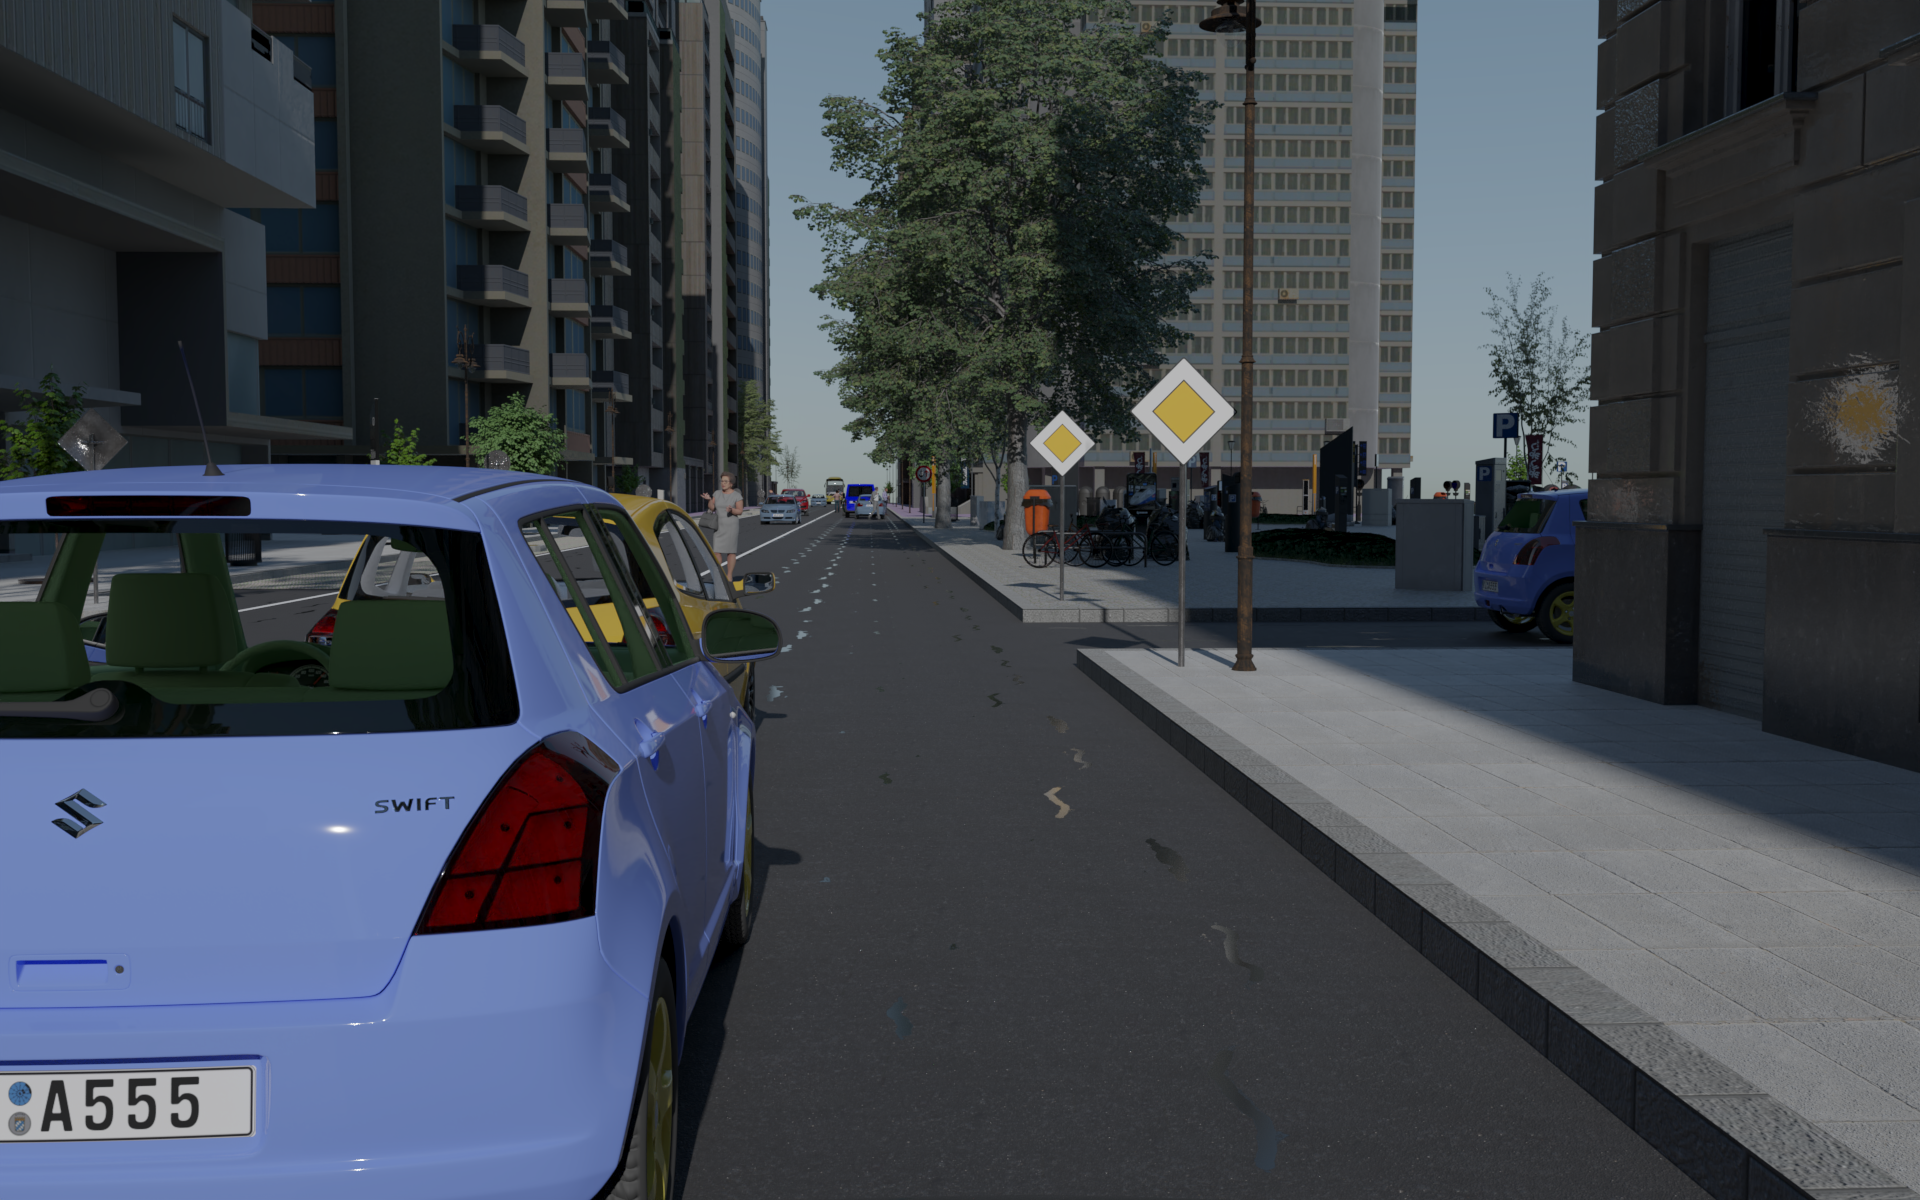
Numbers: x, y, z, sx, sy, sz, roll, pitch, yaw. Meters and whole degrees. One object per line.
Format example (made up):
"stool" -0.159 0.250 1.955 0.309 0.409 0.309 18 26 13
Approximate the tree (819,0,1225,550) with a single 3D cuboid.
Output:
"tree" 1.199 -8.126 39.522 9.857 13.997 8.962 0 3 0

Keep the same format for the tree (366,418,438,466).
"tree" -14.314 -3.029 44.124 1.663 3.219 1.824 0 3 0

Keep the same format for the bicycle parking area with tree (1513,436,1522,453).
"bicycle parking area with tree" 29.876 -6.014 85.328 8.231 4.147 9.016 0 4 8

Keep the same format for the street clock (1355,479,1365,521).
"street clock" 18.939 -4.746 82.167 0.471 2.002 0.358 0 4 8

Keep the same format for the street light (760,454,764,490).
"street light" -20.538 -12.675 180.028 0.468 5.910 1.993 0 4 -3

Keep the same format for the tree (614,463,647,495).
"tree" -17.914 -6.019 93.008 1.663 3.219 1.824 0 3 0

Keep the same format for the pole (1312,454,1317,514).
"pole" 18.161 -5.807 88.785 0.158 3.312 0.155 0 3 0

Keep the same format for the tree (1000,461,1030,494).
"tree" 2.660 -5.729 88.273 1.663 3.219 1.824 0 3 0

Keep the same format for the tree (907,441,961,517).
"tree" -1.153 -6.919 96.834 4.285 4.588 4.351 0 3 0

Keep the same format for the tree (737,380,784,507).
"tree" -21.187 -15.489 171.374 7.486 12.596 7.792 0 3 0

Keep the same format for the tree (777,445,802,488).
"tree" -24.727 -18.421 251.539 4.360 8.622 3.978 0 3 0

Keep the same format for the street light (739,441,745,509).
"street light" -18.994 -10.933 151.543 0.468 5.910 1.993 0 4 -3

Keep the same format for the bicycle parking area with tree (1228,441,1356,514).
"bicycle parking area with tree" 17.210 -6.511 93.451 8.231 4.147 9.016 1 4 11

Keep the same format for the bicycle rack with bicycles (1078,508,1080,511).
"bicycle rack with bicycles" 5.946 -4.338 84.311 2.852 0.926 2.925 2 4 25

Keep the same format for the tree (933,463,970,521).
"tree" -0.620 -5.457 83.827 1.663 3.219 1.824 0 3 0

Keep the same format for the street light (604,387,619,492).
"street light" -15.021 -6.250 74.969 0.468 5.910 1.993 0 4 -3

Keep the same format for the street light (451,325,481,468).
"street light" -13.486 -4.563 47.397 0.468 5.910 1.993 0 4 -3

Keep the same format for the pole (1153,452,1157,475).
"pole" 9.520 -5.559 84.732 0.158 3.312 0.155 0 3 0

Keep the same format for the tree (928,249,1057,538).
"tree" 1.048 -6.097 50.045 4.360 8.622 3.978 0 3 0

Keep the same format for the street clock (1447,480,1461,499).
"street clock" 25.868 -5.249 90.384 0.358 2.002 0.471 -2 4 -25

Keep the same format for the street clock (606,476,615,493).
"street clock" -14.405 -4.085 71.361 0.358 2.002 0.471 -1 4 -23

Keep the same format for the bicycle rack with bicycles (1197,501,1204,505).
"bicycle rack with bicycles" 12.293 -4.421 85.672 2.925 0.926 2.852 -1 4 -20

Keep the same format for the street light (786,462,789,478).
"street light" -23.323 -16.010 234.548 0.468 5.910 1.993 0 4 -3

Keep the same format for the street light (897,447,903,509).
"street light" -4.791 -10.469 143.952 0.468 5.910 1.993 0 4 -3

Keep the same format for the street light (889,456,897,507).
"street light" -7.728 -13.884 199.783 0.468 5.910 1.993 0 4 -3

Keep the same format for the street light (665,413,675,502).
"street light" -16.201 -7.594 96.953 0.468 5.910 1.993 0 4 -3

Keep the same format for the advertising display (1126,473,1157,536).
"advertising display" 5.567 -2.930 53.118 0.974 1.923 0.123 -1 4 -18

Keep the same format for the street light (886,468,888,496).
"street light" -9.202 -15.564 227.261 0.468 5.910 1.993 0 4 -3

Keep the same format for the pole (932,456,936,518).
"pole" -1.397 -6.047 92.712 0.158 3.312 0.155 0 3 0

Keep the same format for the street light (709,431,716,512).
"street light" -17.692 -9.267 124.310 0.468 5.910 1.993 0 4 -3

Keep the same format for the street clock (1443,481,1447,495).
"street clock" 26.534 -5.484 94.236 0.358 2.002 0.471 -3 5 -41

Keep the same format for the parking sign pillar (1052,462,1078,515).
"parking sign pillar" 4.681 -5.427 77.204 1.447 3.967 1.447 -3 5 -42

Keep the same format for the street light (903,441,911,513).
"street light" -3.372 -8.775 116.253 0.468 5.910 1.993 0 4 -3

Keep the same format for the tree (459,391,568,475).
"tree" -14.176 -4.372 55.191 4.285 4.588 4.351 0 3 0

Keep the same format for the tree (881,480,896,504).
"tree" -10.282 -15.718 251.595 1.663 3.219 1.824 0 3 0

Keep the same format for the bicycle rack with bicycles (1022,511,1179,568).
"bicycle rack with bicycles" 2.481 -1.075 30.957 2.925 0.926 2.852 0 4 -2

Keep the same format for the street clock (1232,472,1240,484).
"street clock" 9.065 -3.158 56.200 0.471 2.002 0.358 -1 4 -15

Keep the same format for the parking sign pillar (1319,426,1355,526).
"parking sign pillar" 15.056 -4.938 69.207 1.447 3.967 1.447 2 4 26

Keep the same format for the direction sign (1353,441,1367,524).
"direction sign" 16.938 -5.011 73.934 0.876 3.537 0.379 -1 4 -13

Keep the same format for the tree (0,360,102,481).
"tree" -13.038 -1.869 25.159 1.663 3.219 1.824 0 3 0

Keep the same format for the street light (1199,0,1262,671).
"street light" 2.070 -2.425 12.433 0.468 5.910 1.993 0 4 -3

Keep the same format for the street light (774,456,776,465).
"street light" -22.002 -14.334 207.143 0.468 5.910 1.993 0 4 -3
